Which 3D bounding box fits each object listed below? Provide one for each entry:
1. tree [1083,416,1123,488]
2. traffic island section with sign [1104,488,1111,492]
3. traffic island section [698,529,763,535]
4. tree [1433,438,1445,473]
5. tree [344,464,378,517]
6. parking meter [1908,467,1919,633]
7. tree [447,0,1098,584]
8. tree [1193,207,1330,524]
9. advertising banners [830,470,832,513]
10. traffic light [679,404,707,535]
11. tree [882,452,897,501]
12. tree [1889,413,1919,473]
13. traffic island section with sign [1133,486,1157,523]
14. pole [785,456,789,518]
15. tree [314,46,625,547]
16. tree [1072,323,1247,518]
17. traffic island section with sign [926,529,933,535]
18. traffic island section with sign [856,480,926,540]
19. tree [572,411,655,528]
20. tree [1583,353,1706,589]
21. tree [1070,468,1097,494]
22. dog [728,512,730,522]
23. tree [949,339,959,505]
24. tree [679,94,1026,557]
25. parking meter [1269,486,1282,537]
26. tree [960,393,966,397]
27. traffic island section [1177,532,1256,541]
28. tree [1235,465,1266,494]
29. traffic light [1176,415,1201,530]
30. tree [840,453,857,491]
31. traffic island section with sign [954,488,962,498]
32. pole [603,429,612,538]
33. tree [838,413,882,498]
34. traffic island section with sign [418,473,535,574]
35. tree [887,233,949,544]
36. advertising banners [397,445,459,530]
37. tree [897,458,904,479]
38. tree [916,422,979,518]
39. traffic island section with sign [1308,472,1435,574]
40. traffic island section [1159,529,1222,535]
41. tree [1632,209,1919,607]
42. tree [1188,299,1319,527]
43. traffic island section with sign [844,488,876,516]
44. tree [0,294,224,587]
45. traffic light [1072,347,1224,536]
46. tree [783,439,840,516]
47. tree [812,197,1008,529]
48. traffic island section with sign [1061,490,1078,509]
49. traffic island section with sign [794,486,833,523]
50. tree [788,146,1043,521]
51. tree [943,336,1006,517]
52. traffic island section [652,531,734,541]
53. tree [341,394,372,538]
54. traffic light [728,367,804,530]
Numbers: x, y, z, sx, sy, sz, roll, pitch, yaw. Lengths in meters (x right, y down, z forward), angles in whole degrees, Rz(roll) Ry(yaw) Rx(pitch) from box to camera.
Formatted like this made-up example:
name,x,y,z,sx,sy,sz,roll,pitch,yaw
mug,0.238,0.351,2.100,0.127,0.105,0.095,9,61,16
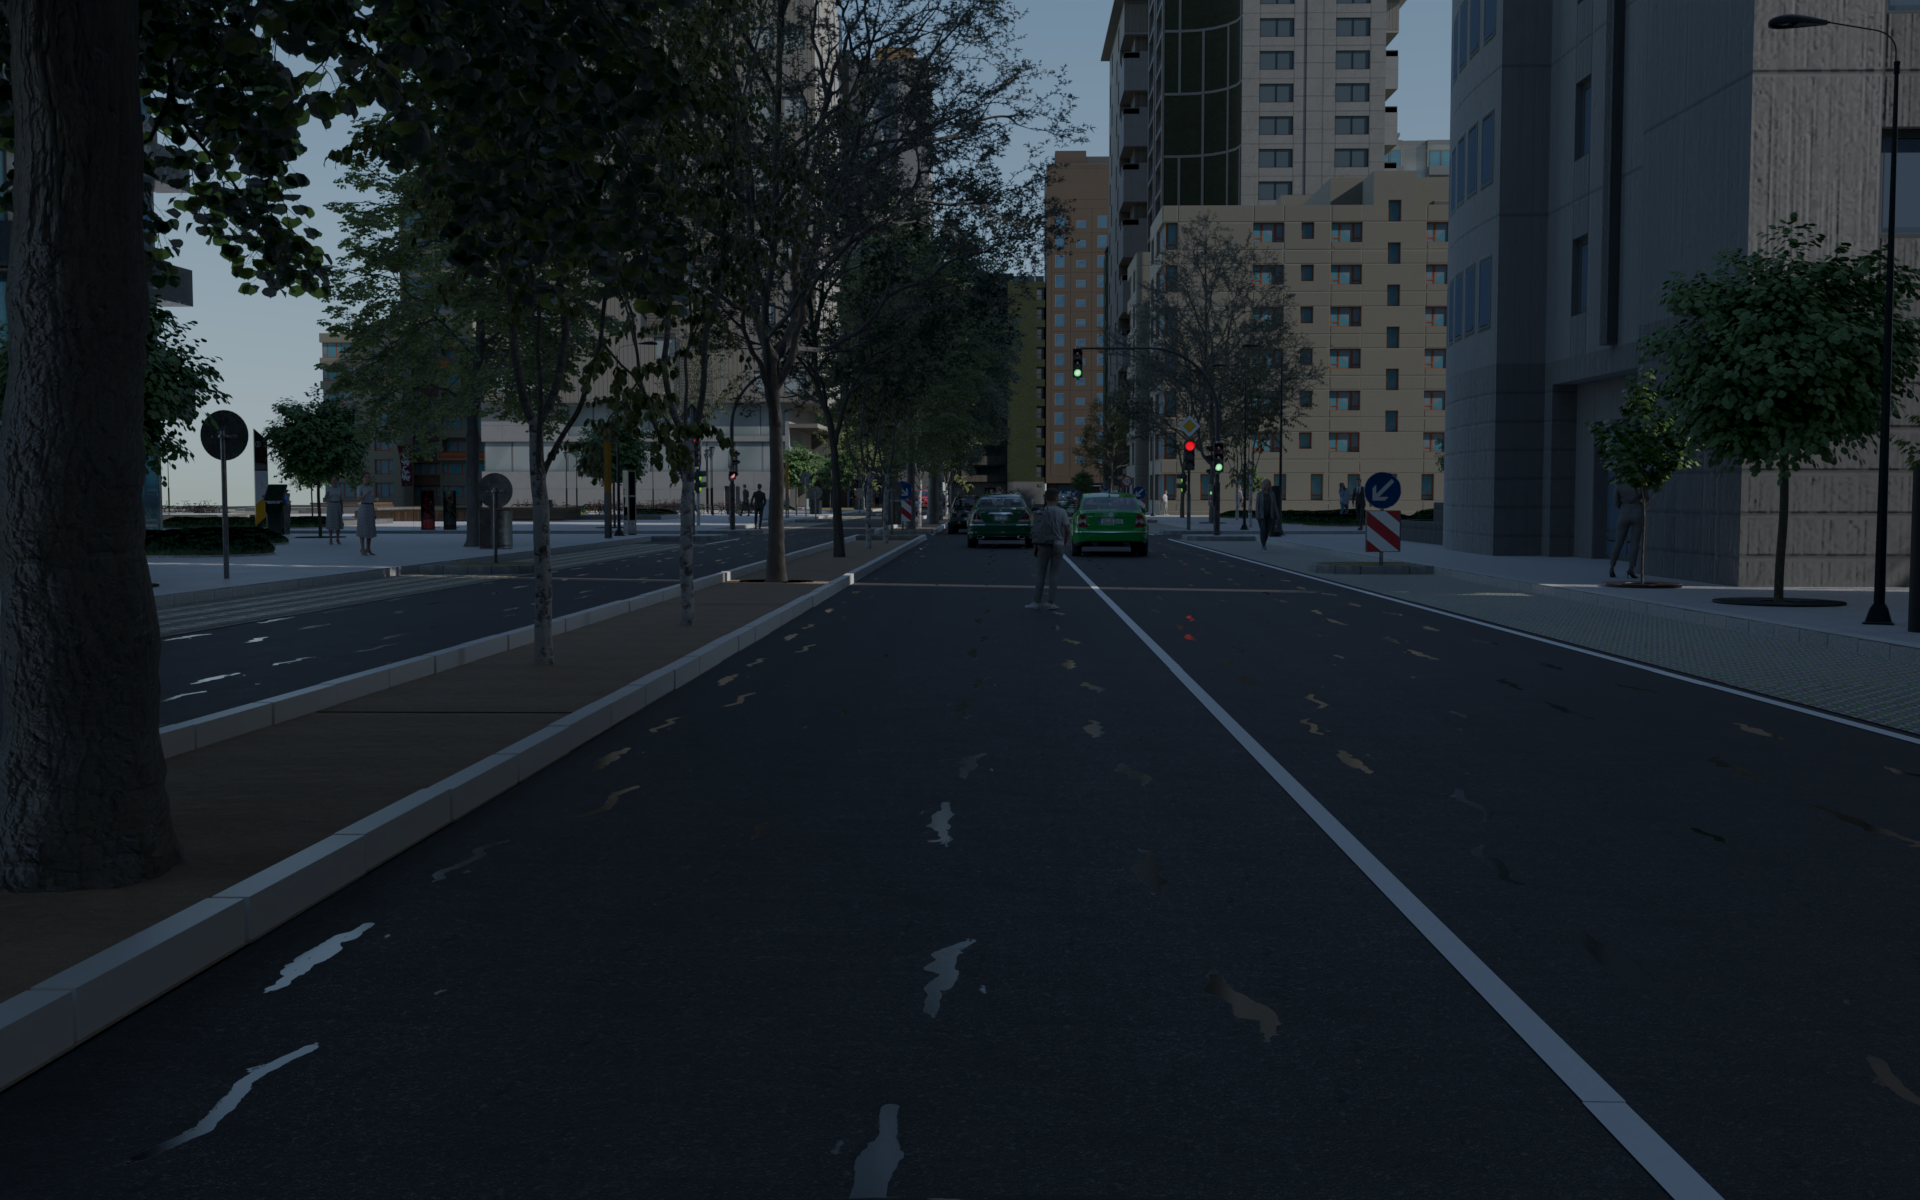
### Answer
name,x,y,z,sx,sy,sz,roll,pitch,yaw
tree,13.025,-12.704,158.071,4.360,8.622,3.978,0,3,0
traffic island section with sign,9.447,-6.438,113.888,1.989,1.847,2.006,0,4,1
traffic island section,-8.173,-2.435,62.098,2.009,0.180,2.903,0,4,1
tree,19.184,-4.871,63.357,4.285,4.588,4.351,0,3,0
tree,-33.768,-6.276,97.208,1.663,3.219,1.824,0,3,0
parking meter,9.019,-0.467,16.049,0.372,1.533,0.369,0,3,0
tree,-2.937,-7.008,27.405,12.009,13.543,11.850,0,3,0
tree,10.879,-10.079,75.161,12.009,13.543,11.850,0,3,0
advertising banners,-8.565,-7.260,114.888,0.090,3.025,2.074,0,4,-6
traffic light,-8.328,-3.979,53.979,0.839,4.253,0.868,0,4,1
tree,-8.133,-11.938,145.553,4.737,8.622,4.395,0,3,0
tree,12.805,-1.661,21.752,1.663,3.219,1.824,0,3,0
traffic island section with sign,8.764,-4.750,86.287,1.989,1.847,2.006,0,4,1
pole,-9.334,-6.094,93.475,0.158,3.312,0.155,0,3,0
tree,-11.472,-7.581,42.075,7.486,12.596,7.792,0,3,0
tree,11.762,-9.690,92.845,8.767,10.594,7.601,3,4,36
traffic island section with sign,-1.990,-3.270,61.603,2.006,1.907,1.989,0,4,1
traffic island section with sign,-2.180,-2.817,54.198,2.006,1.907,1.989,0,4,1
tree,-12.993,-5.000,65.460,4.285,4.588,4.351,0,3,0
tree,9.400,-1.800,24.038,1.663,3.219,1.824,0,3,0
tree,15.218,-14.046,213.369,4.285,4.588,4.351,0,3,0
dog,-10.375,-3.762,78.332,0.540,0.507,0.406,3,5,41
tree,-2.136,-5.926,49.716,4.360,8.622,3.978,0,3,0
tree,-2.694,-6.255,39.146,8.767,10.594,7.601,0,4,1
parking meter,9.473,-2.667,52.019,0.372,1.533,0.369,0,3,0
tree,-1.715,-7.360,73.154,4.360,8.622,3.978,0,3,0
traffic island section,7.968,-1.922,53.712,2.009,0.180,2.903,0,4,1
tree,16.875,-6.427,99.677,1.663,3.219,1.824,0,3,0
traffic light,8.124,-4.444,61.582,0.839,4.253,0.868,0,4,1
tree,-9.154,-8.876,128.836,4.285,4.588,4.351,0,3,0
traffic island section with sign,-0.164,-7.864,136.719,2.006,1.907,1.989,0,4,1
pole,-10.182,-3.438,50.055,0.158,3.312,0.155,0,3,0
tree,-9.165,-11.243,134.177,4.737,8.622,4.395,0,3,0
traffic island section with sign,-8.586,-1.404,31.589,1.989,1.847,2.006,0,4,1
tree,-2.402,-5.654,45.269,4.360,8.622,3.978,0,3,0
advertising banners,-18.964,-4.011,61.762,2.074,3.025,0.090,-1,4,-17
tree,-7.380,-14.322,184.533,4.737,8.622,4.395,0,3,0
tree,-0.748,-9.141,102.283,4.737,8.622,4.395,0,3,0
traffic island section with sign,7.435,-1.405,31.604,1.989,1.847,2.006,0,4,1
traffic island section,8.163,-2.411,61.695,2.009,0.180,2.903,0,4,1
tree,9.527,-2.229,20.166,4.285,4.588,4.351,0,3,0
tree,11.373,-7.098,66.412,4.360,8.622,3.978,0,3,0
traffic island section with sign,-6.578,-6.450,114.088,1.989,1.847,2.006,0,4,1
tree,-11.707,-2.440,23.616,4.285,4.588,4.351,0,3,0
traffic light,5.835,-4.822,53.509,4.771,5.953,1.251,0,4,1
tree,-9.690,-7.323,103.444,4.285,4.588,4.351,0,3,0
tree,-1.969,-8.873,65.662,7.486,12.596,7.792,0,3,0
traffic island section with sign,10.659,-9.467,163.419,1.989,1.847,2.006,0,4,1
traffic island section with sign,-7.234,-4.802,87.140,1.989,1.847,2.006,0,4,1
tree,-2.303,-14.365,93.208,12.611,20.169,13.585,0,3,0
tree,-0.714,-11.095,109.611,9.928,11.665,9.643,0,3,0
traffic island section,-8.368,-1.947,54.115,2.009,0.180,2.903,0,4,1
tree,-18.861,-4.113,50.957,4.285,4.588,4.351,0,3,0
traffic light,-6.040,-5.338,61.946,4.771,5.953,1.251,0,4,1
